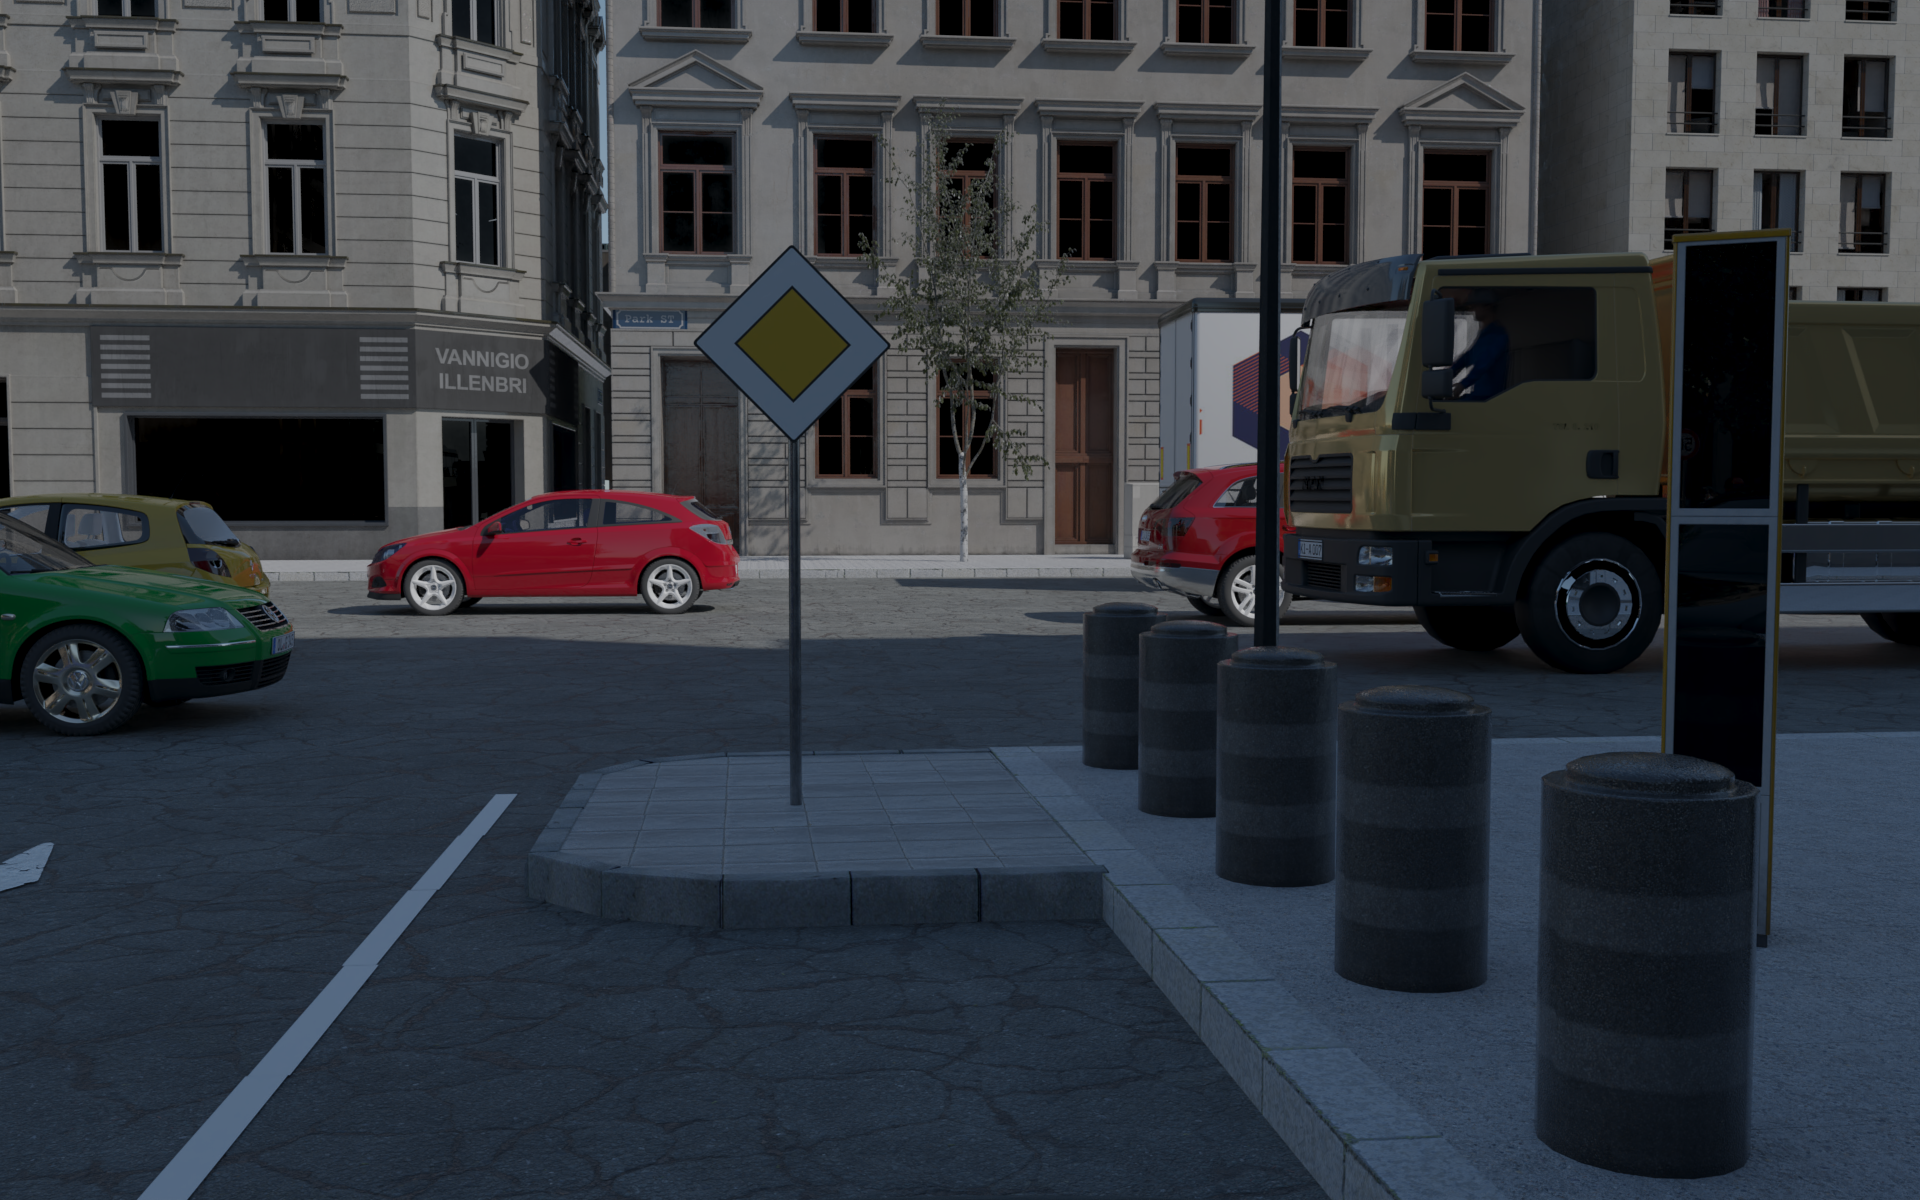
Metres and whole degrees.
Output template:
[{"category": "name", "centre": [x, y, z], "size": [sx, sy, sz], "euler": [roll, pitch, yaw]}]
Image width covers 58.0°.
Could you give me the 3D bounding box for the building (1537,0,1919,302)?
[{"category": "building", "centre": [22.058, -11.512, 42.968], "size": [16.860, 20.320, 10.420], "euler": [0, 4, -7]}]

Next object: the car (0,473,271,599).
[{"category": "car", "centre": [-8.297, -0.315, 15.370], "size": [3.980, 1.641, 2.015], "euler": [0, 4, -8]}]

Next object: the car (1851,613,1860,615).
[{"category": "car", "centre": [12.119, -0.560, 21.520], "size": [4.827, 1.381, 2.083], "euler": [0, 4, -7]}]

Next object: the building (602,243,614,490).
[{"category": "building", "centre": [-34.085, -26.111, 198.619], "size": [14.107, 30.474, 14.160], "euler": [0, 4, -7]}]

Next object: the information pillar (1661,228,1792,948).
[{"category": "information pillar", "centre": [2.212, -0.032, 5.020], "size": [0.304, 2.012, 0.304], "euler": [2, 4, 25]}]

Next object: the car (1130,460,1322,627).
[{"category": "car", "centre": [4.606, -0.672, 19.660], "size": [5.304, 1.827, 2.281], "euler": [0, 4, -5]}]

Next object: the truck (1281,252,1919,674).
[{"category": "truck", "centre": [6.980, -1.175, 15.140], "size": [9.791, 3.379, 3.469], "euler": [0, 4, -8]}]

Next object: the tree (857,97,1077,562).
[{"category": "tree", "centre": [0.095, -5.018, 32.411], "size": [4.360, 8.622, 3.978], "euler": [0, 3, 0]}]

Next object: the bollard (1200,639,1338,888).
[{"category": "bollard", "centre": [1.063, 0.544, 5.820], "size": [0.404, 0.777, 0.398], "euler": [0, 3, 0]}]

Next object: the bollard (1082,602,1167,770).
[{"category": "bollard", "centre": [0.783, 0.397, 8.224], "size": [0.404, 0.777, 0.398], "euler": [0, 3, 0]}]

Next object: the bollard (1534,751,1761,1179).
[{"category": "bollard", "centre": [1.350, 0.691, 3.417], "size": [0.404, 0.777, 0.398], "euler": [0, 3, 0]}]

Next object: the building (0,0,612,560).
[{"category": "building", "centre": [-30.537, -16.028, 38.472], "size": [44.131, 29.872, 17.030], "euler": [0, 4, -7]}]

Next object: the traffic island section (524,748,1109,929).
[{"category": "traffic island section", "centre": [-0.658, 0.924, 7.171], "size": [2.009, 0.180, 2.903], "euler": [0, 4, -7]}]

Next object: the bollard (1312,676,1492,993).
[{"category": "bollard", "centre": [1.207, 0.617, 4.624], "size": [0.404, 0.777, 0.398], "euler": [0, 3, 0]}]

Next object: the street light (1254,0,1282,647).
[{"category": "street light", "centre": [0.762, -2.117, 7.150], "size": [1.470, 5.913, 1.316], "euler": [0, 4, -7]}]

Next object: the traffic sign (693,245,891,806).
[{"category": "traffic sign", "centre": [-0.681, -0.211, 7.091], "size": [0.795, 2.450, 0.064], "euler": [0, 4, -7]}]

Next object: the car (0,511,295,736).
[{"category": "car", "centre": [-6.677, -0.124, 10.824], "size": [4.718, 1.807, 1.959], "euler": [0, 4, -8]}]

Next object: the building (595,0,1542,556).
[{"category": "building", "centre": [2.074, -12.519, 40.848], "size": [21.152, 22.565, 11.583], "euler": [0, 4, -7]}]

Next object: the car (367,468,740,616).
[{"category": "car", "centre": [-4.969, -0.748, 21.267], "size": [4.494, 1.783, 2.155], "euler": [0, 4, -5]}]

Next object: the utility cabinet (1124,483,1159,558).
[{"category": "utility cabinet", "centre": [3.816, -1.566, 34.289], "size": [1.173, 1.500, 0.318], "euler": [-2, 4, -30]}]

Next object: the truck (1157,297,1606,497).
[{"category": "truck", "centre": [8.785, -2.293, 26.398], "size": [11.283, 4.237, 2.839], "euler": [0, 4, -5]}]

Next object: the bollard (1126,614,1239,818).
[{"category": "bollard", "centre": [0.926, 0.470, 7.025], "size": [0.404, 0.777, 0.398], "euler": [0, 3, 0]}]
